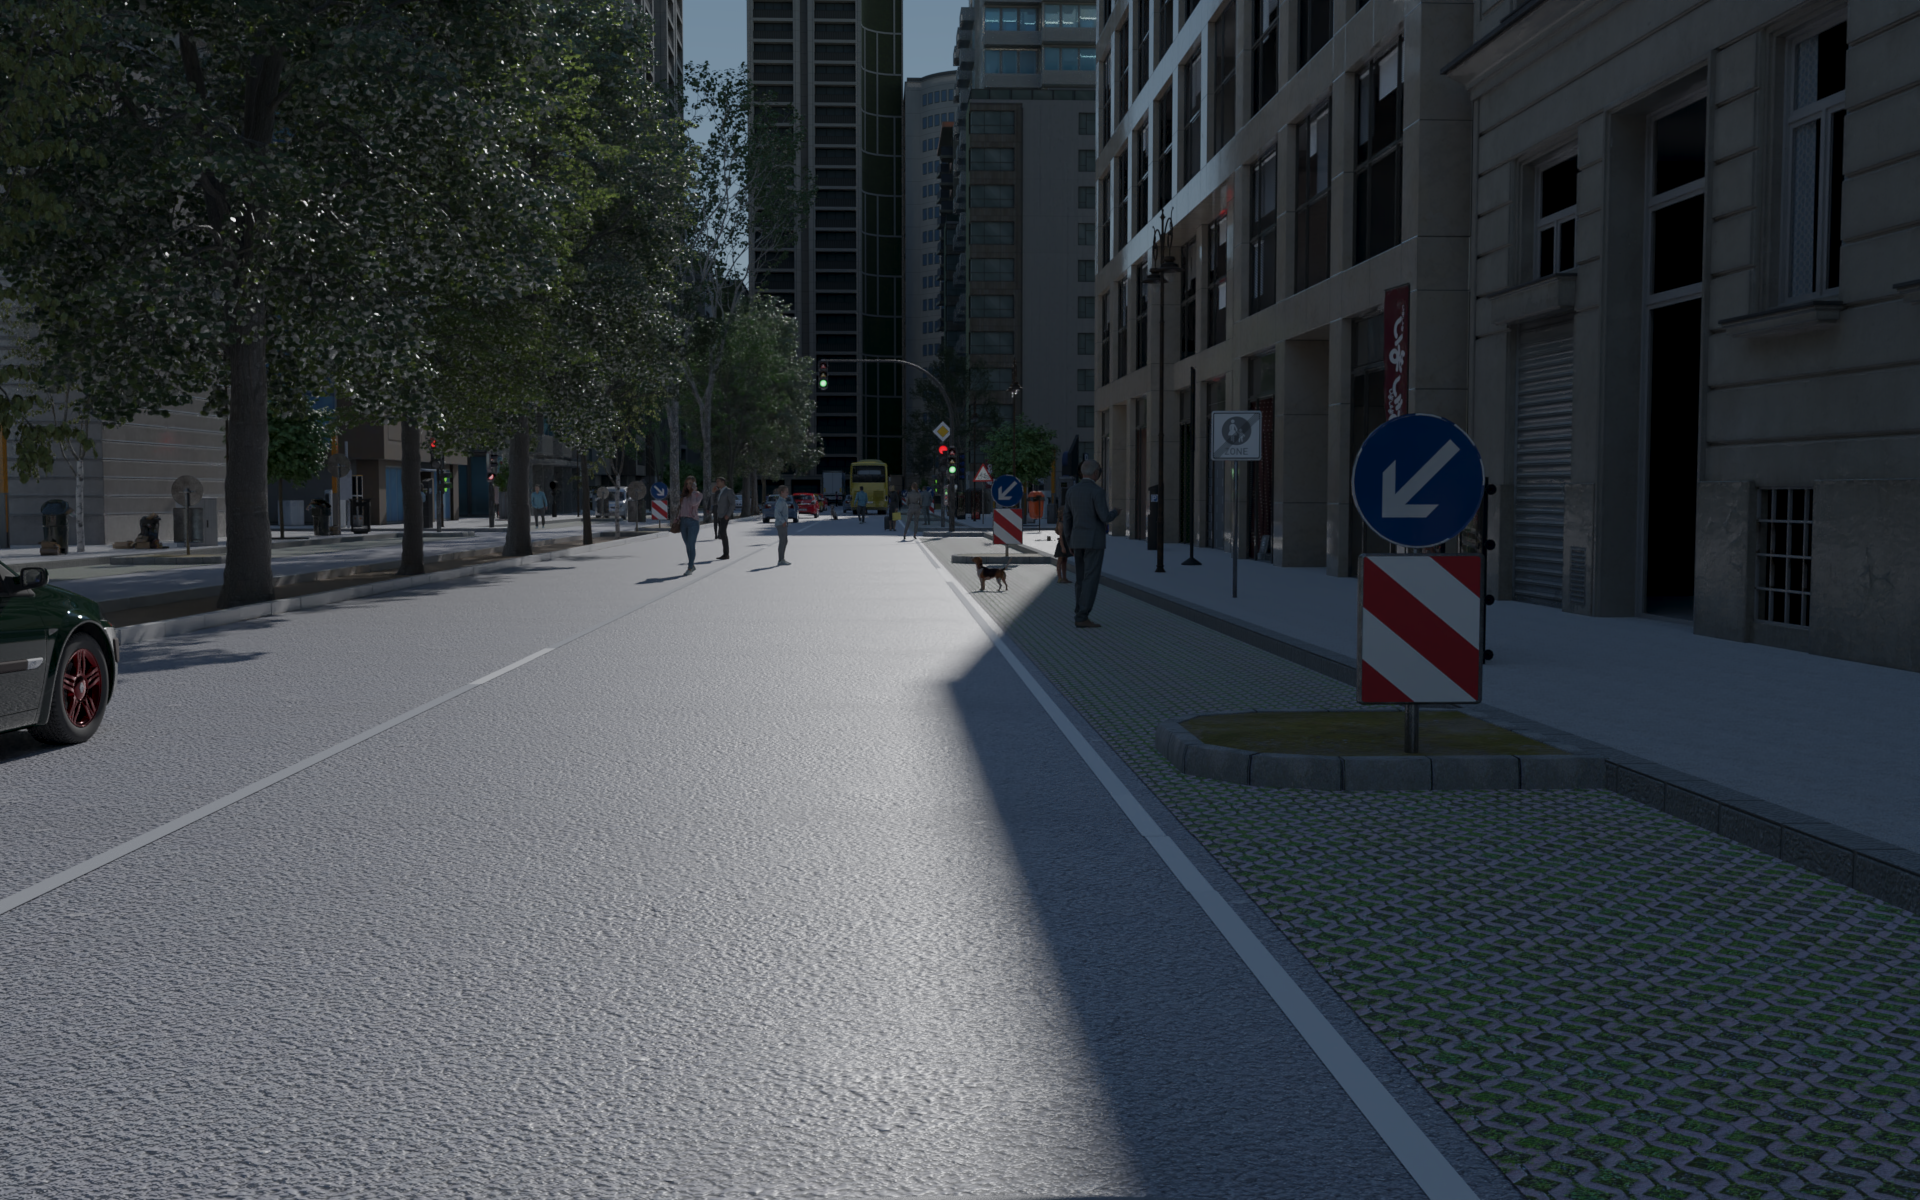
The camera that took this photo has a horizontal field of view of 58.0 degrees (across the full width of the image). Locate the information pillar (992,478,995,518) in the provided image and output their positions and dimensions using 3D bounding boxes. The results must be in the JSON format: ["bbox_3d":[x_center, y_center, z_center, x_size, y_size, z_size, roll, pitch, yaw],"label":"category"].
[{"bbox_3d":[2.013,-6.283,94.087,0.504,3.616,0.183,-2,4,-34],"label":"information pillar"}]

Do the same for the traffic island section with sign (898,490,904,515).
[{"bbox_3d":[-3.085,-6.737,118.777,1.989,1.847,2.006,0,4,-3],"label":"traffic island section with sign"}]

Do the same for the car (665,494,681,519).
[{"bbox_3d":[-15.688,-5.311,96.625,2.009,1.686,4.222,0,4,-5],"label":"car"}]

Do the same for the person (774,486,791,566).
[{"bbox_3d":[-3.567,-1.499,34.813,0.330,1.601,0.589,1,4,9],"label":"person"}]

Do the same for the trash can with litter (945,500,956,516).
[{"bbox_3d":[-0.334,-5.446,100.426,1.055,1.170,0.624,0,4,3],"label":"trash can with litter"}]

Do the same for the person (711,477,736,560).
[{"bbox_3d":[-5.208,-1.796,38.038,0.473,1.802,0.592,-1,4,-23],"label":"person"}]

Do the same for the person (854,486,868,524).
[{"bbox_3d":[-4.743,-4.570,83.231,0.660,1.820,0.620,-2,4,-25],"label":"person"}]

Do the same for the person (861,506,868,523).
[{"bbox_3d":[-4.802,-4.507,86.864,0.373,1.253,0.362,0,4,-4],"label":"person"}]

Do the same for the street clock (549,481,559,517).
[{"bbox_3d":[-22.368,-5.559,95.464,0.471,2.002,0.358,2,4,28],"label":"street clock"}]

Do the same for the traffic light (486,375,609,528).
[{"bbox_3d":[-15.787,-5.599,66.206,4.771,5.953,1.251,0,4,-3],"label":"traffic light"}]

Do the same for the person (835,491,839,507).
[{"bbox_3d":[-13.846,-11.397,195.531,0.721,1.739,1.217,1,4,9],"label":"person"}]

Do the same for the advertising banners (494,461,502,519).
[{"bbox_3d":[-24.244,-5.795,90.932,0.090,3.025,2.074,0,4,-1],"label":"advertising banners"}]

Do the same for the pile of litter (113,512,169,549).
[{"bbox_3d":[-19.242,-1.632,40.645,1.176,0.858,1.719,-2,4,-34],"label":"pile of litter"}]

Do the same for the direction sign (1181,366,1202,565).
[{"bbox_3d":[4.189,-2.399,31.219,0.379,3.537,0.876,1,4,11],"label":"direction sign"}]

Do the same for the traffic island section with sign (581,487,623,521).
[{"bbox_3d":[-18.770,-5.038,90.995,1.989,1.847,2.006,0,4,-3],"label":"traffic island section with sign"}]

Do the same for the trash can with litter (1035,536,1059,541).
[{"bbox_3d":[3.034,-2.230,47.525,2.233,1.210,1.678,-1,4,-17],"label":"trash can with litter"}]

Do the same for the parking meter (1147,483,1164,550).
[{"bbox_3d":[4.483,-1.912,39.674,0.372,1.533,0.369,0,3,0],"label":"parking meter"}]

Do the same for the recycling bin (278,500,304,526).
[{"bbox_3d":[-26.810,-3.478,69.412,0.722,1.027,0.722,2,4,25],"label":"recycling bin"}]

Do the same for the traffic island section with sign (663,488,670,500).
[{"bbox_3d":[-20.107,-6.768,119.277,1.989,1.847,2.006,0,4,-3],"label":"traffic island section with sign"}]

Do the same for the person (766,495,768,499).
[{"bbox_3d":[-18.209,-9.299,163.770,0.697,1.427,0.421,1,4,8],"label":"person"}]

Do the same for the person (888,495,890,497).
[{"bbox_3d":[-7.683,-10.404,178.693,1.348,1.812,0.705,-2,4,-29],"label":"person"}]

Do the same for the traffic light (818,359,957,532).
[{"bbox_3d":[-2.388,-5.139,58.683,4.771,5.953,1.251,0,4,-3],"label":"traffic light"}]

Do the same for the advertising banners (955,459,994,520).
[{"bbox_3d":[0.765,-5.538,86.740,2.074,3.025,0.090,1,4,16],"label":"advertising banners"}]

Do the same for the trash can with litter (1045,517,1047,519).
[{"bbox_3d":[4.653,-4.432,83.857,1.055,1.170,0.624,0,4,-5],"label":"trash can with litter"}]

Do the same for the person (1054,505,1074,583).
[{"bbox_3d":[1.704,-0.890,27.718,0.373,1.253,0.362,3,5,39],"label":"person"}]

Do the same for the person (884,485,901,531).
[{"bbox_3d":[-2.619,-3.592,67.440,0.699,1.804,1.509,0,4,-1],"label":"person"}]

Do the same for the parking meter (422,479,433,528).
[{"bbox_3d":[-20.056,-3.640,65.227,0.255,1.863,0.399,1,4,12],"label":"parking meter"}]

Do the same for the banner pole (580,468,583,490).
[{"bbox_3d":[-28.315,-8.479,128.650,0.401,3.779,0.863,2,4,34],"label":"banner pole"}]

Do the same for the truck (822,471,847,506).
[{"bbox_3d":[-15.431,-13.718,213.202,2.839,4.237,11.283,0,4,-2],"label":"truck"}]

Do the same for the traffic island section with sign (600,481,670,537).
[{"bbox_3d":[-11.056,-3.097,58.769,2.006,1.907,1.989,0,4,-3],"label":"traffic island section with sign"}]

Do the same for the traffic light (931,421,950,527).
[{"bbox_3d":[-0.681,-4.769,66.899,0.839,4.253,0.868,0,4,-3],"label":"traffic light"}]

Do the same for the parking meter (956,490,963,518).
[{"bbox_3d":[-0.030,-5.277,94.685,0.372,1.533,0.369,0,3,0],"label":"parking meter"}]

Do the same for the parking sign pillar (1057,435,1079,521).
[{"bbox_3d":[4.964,-5.472,77.937,1.447,3.967,1.447,1,4,20],"label":"parking sign pillar"}]

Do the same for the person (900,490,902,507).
[{"bbox_3d":[-6.250,-10.636,182.489,1.350,1.814,0.705,-1,4,-14],"label":"person"}]

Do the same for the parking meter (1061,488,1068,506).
[{"bbox_3d":[4.372,-3.864,71.590,0.372,1.533,0.369,0,3,0],"label":"parking meter"}]

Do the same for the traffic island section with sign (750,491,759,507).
[{"bbox_3d":[-23.692,-11.411,195.200,1.989,1.847,2.006,0,4,-3],"label":"traffic island section with sign"}]

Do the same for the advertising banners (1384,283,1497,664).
[{"bbox_3d":[3.796,-1.083,13.893,0.090,3.025,2.074,-1,4,-9],"label":"advertising banners"}]

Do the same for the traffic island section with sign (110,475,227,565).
[{"bbox_3d":[-16.145,-1.661,35.791,1.989,1.847,2.006,0,4,-3],"label":"traffic island section with sign"}]

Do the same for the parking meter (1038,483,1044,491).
[{"bbox_3d":[4.667,-5.783,100.256,0.255,1.863,0.399,-2,4,-30],"label":"parking meter"}]

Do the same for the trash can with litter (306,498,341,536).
[{"bbox_3d":[-19.638,-2.575,53.486,0.624,1.170,1.055,1,4,11],"label":"trash can with litter"}]

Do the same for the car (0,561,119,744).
[{"bbox_3d":[-5.867,0.066,8.709,2.009,1.686,4.222,0,4,-1],"label":"car"}]

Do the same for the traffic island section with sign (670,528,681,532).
[{"bbox_3d":[-11.397,-3.549,66.168,2.006,1.907,1.989,0,4,-3],"label":"traffic island section with sign"}]

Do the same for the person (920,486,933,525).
[{"bbox_3d":[-1.575,-4.378,80.183,0.635,1.810,0.391,-3,5,-39],"label":"person"}]

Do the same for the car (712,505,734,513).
[{"bbox_3d":[-17.762,-7.116,128.353,2.014,1.417,4.499,0,4,-2],"label":"car"}]

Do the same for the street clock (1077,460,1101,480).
[{"bbox_3d":[2.744,-1.973,36.821,0.471,2.002,0.358,2,4,33],"label":"street clock"}]

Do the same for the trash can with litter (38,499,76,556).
[{"bbox_3d":[-19.048,-1.536,36.500,0.624,1.170,1.055,-1,4,-18],"label":"trash can with litter"}]

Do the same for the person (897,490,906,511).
[{"bbox_3d":[-5.287,-8.558,148.553,1.348,1.807,0.705,1,4,15],"label":"person"}]

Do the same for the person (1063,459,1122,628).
[{"bbox_3d":[1.432,-0.607,18.607,0.590,1.801,0.661,-3,5,-42],"label":"person"}]

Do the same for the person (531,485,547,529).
[{"bbox_3d":[-17.422,-3.868,71.757,0.660,1.820,0.620,0,4,-7],"label":"person"}]

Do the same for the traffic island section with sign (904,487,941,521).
[{"bbox_3d":[-1.816,-5.090,91.852,1.989,1.847,2.006,0,4,-3],"label":"traffic island section with sign"}]

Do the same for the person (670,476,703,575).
[{"bbox_3d":[-4.799,-1.327,30.794,0.593,1.750,0.643,2,4,28],"label":"person"}]

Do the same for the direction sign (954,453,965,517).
[{"bbox_3d":[-0.126,-6.346,95.760,0.876,3.537,0.379,2,4,26],"label":"direction sign"}]

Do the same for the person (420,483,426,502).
[{"bbox_3d":[-17.517,-2.870,55.697,0.793,1.790,0.793,3,5,40],"label":"person"}]

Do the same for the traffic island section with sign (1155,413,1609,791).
[{"bbox_3d":[2.105,-0.039,9.259,1.989,1.847,2.006,0,4,-3],"label":"traffic island section with sign"}]

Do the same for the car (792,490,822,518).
[{"bbox_3d":[-9.417,-5.824,104.259,2.155,1.783,4.494,0,4,-3],"label":"car"}]

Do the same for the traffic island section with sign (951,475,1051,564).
[{"bbox_3d":[0.827,-1.685,36.184,1.989,1.847,2.006,0,4,-3],"label":"traffic island section with sign"}]

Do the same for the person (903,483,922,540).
[{"bbox_3d":[-1.496,-2.798,54.529,0.520,1.790,0.573,-1,4,-21],"label":"person"}]

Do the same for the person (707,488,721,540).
[{"bbox_3d":[-7.628,-2.838,54.672,0.659,1.850,0.755,0,4,0],"label":"person"}]

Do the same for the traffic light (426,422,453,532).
[{"bbox_3d":[-17.494,-4.231,58.096,0.839,4.253,0.868,0,4,-3],"label":"traffic light"}]

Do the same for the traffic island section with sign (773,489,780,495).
[{"bbox_3d":[-14.961,-8.140,141.222,2.006,1.907,1.989,0,4,-3],"label":"traffic island section with sign"}]
